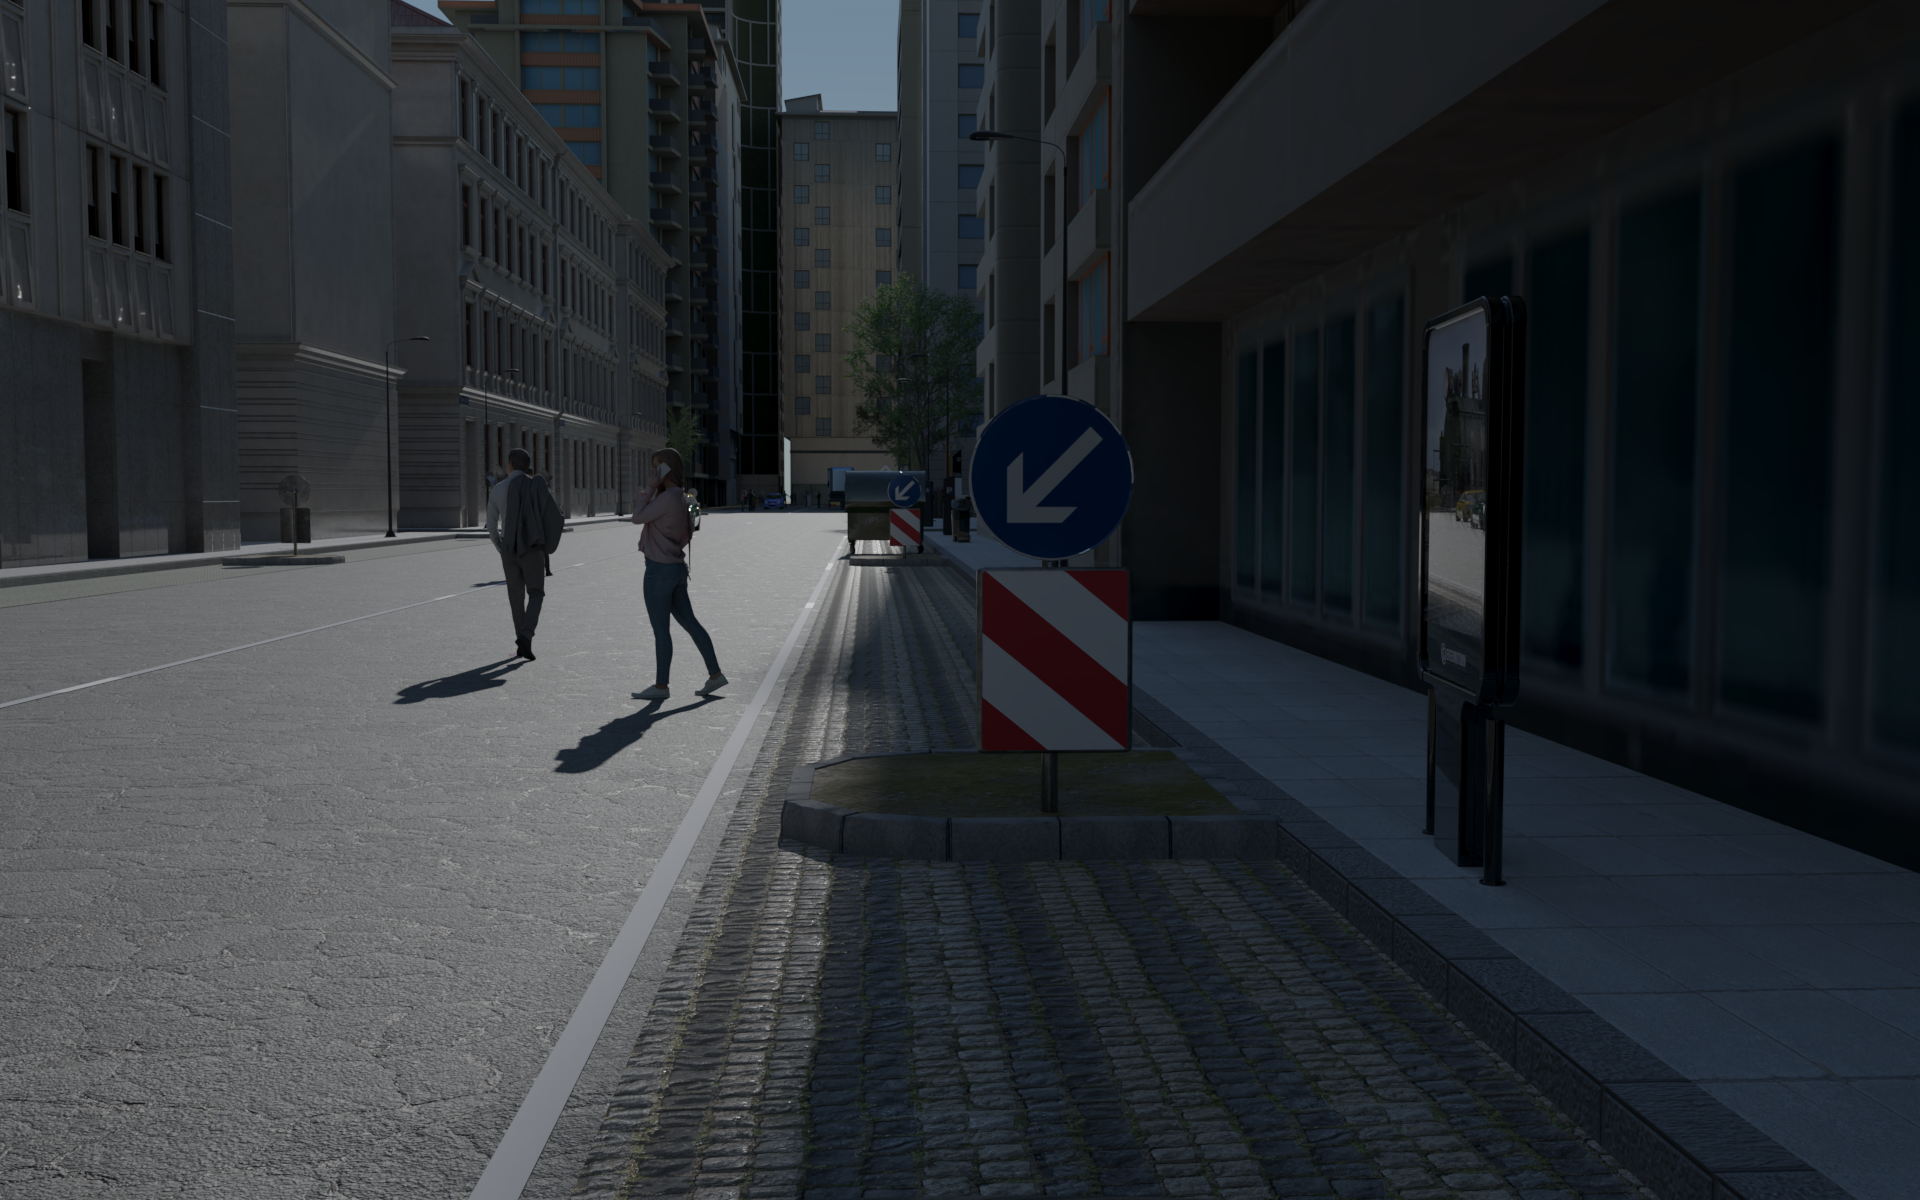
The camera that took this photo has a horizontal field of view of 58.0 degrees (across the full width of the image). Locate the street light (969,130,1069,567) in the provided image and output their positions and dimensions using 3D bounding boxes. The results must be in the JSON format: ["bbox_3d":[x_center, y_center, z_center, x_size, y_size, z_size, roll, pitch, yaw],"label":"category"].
[{"bbox_3d":[0.814,-3.044,22.313,1.470,5.913,1.316,0,4,-3],"label":"street light"}]

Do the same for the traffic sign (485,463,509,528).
[{"bbox_3d":[-15.189,-3.253,56.821,0.795,2.450,0.064,0,4,-3],"label":"traffic sign"}]

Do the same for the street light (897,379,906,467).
[{"bbox_3d":[-1.818,-5.955,69.903,1.470,5.913,1.316,0,4,-3],"label":"street light"}]

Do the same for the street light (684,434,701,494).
[{"bbox_3d":[-20.773,-9.885,134.167,1.470,5.913,1.316,0,4,-3],"label":"street light"}]

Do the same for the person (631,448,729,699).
[{"bbox_3d":[-1.978,-0.189,12.183,0.643,1.750,0.593,0,4,7],"label":"person"}]

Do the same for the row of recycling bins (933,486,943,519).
[{"bbox_3d":[-0.962,-5.139,91.133,1.069,1.692,3.534,-2,4,-26],"label":"row of recycling bins"}]

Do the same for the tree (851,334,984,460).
[{"bbox_3d":[-2.365,-10.091,99.401,8.767,10.594,7.601,1,4,10],"label":"tree"}]

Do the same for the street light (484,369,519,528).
[{"bbox_3d":[-17.085,-5.627,64.535,1.470,5.913,1.316,0,4,-3],"label":"street light"}]

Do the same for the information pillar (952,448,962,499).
[{"bbox_3d":[-0.139,-5.967,88.919,0.504,3.616,0.183,0,4,-6],"label":"information pillar"}]

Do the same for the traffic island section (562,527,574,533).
[{"bbox_3d":[-15.635,-2.604,64.856,2.009,0.180,2.903,0,4,-3],"label":"traffic island section"}]

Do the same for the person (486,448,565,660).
[{"bbox_3d":[-3.790,-0.400,15.136,0.679,1.850,0.850,0,4,-4],"label":"person"}]

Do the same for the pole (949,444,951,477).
[{"bbox_3d":[-0.471,-4.667,70.141,0.158,3.312,0.155,0,3,0],"label":"pole"}]

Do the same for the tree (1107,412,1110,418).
[{"bbox_3d":[2.772,-1.724,22.795,1.663,3.219,1.824,0,3,0],"label":"tree"}]

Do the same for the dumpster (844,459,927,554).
[{"bbox_3d":[-1.771,-2.226,41.347,1.985,2.255,1.502,0,4,-2],"label":"dumpster"}]

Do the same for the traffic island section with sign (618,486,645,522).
[{"bbox_3d":[-16.640,-4.976,89.980,1.989,1.847,2.006,0,4,-3],"label":"traffic island section with sign"}]

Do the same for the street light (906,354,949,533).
[{"bbox_3d":[-0.953,-5.197,57.504,1.470,5.913,1.316,0,4,-3],"label":"street light"}]

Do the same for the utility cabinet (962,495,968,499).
[{"bbox_3d":[-0.008,-5.504,101.147,1.020,1.237,0.306,-1,4,-19],"label":"utility cabinet"}]

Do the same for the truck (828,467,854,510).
[{"bbox_3d":[-11.253,-10.769,165.824,2.967,4.110,18.799,0,4,-4],"label":"truck"}]

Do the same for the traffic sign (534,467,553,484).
[{"bbox_3d":[-15.612,-3.740,64.795,0.795,2.450,0.064,0,4,-3],"label":"traffic sign"}]

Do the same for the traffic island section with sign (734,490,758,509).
[{"bbox_3d":[-20.702,-9.655,166.490,1.989,1.847,2.006,0,4,-3],"label":"traffic island section with sign"}]

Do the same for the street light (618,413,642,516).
[{"bbox_3d":[-18.923,-7.752,99.293,1.470,5.913,1.316,0,4,-3],"label":"street light"}]

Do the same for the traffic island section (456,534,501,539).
[{"bbox_3d":[-15.212,-2.116,56.882,2.009,0.180,2.903,0,4,-3],"label":"traffic island section"}]

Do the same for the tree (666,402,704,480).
[{"bbox_3d":[-22.413,-11.451,137.582,4.737,8.622,4.395,0,3,0],"label":"tree"}]

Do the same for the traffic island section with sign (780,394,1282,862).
[{"bbox_3d":[0.221,0.059,7.661,1.989,1.847,2.006,0,4,-3],"label":"traffic island section with sign"}]

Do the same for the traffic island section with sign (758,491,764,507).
[{"bbox_3d":[-22.137,-11.315,193.621,1.989,1.847,2.006,0,4,-3],"label":"traffic island section with sign"}]

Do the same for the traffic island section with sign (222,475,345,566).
[{"bbox_3d":[-13.752,-1.641,35.458,1.989,1.847,2.006,0,4,-3],"label":"traffic island section with sign"}]

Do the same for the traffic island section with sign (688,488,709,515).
[{"bbox_3d":[-18.101,-6.656,117.445,1.989,1.847,2.006,0,4,-3],"label":"traffic island section with sign"}]

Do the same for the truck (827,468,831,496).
[{"bbox_3d":[-13.303,-12.415,191.896,2.839,4.237,11.283,0,4,-3],"label":"truck"}]

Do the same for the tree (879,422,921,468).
[{"bbox_3d":[-4.723,-11.916,145.185,4.737,8.622,4.395,0,3,0],"label":"tree"}]

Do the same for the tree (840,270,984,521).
[{"bbox_3d":[-1.882,-9.541,81.745,9.928,11.665,9.643,0,3,0],"label":"tree"}]

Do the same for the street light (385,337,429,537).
[{"bbox_3d":[-16.368,-4.815,51.267,1.470,5.913,1.316,0,4,-3],"label":"street light"}]
